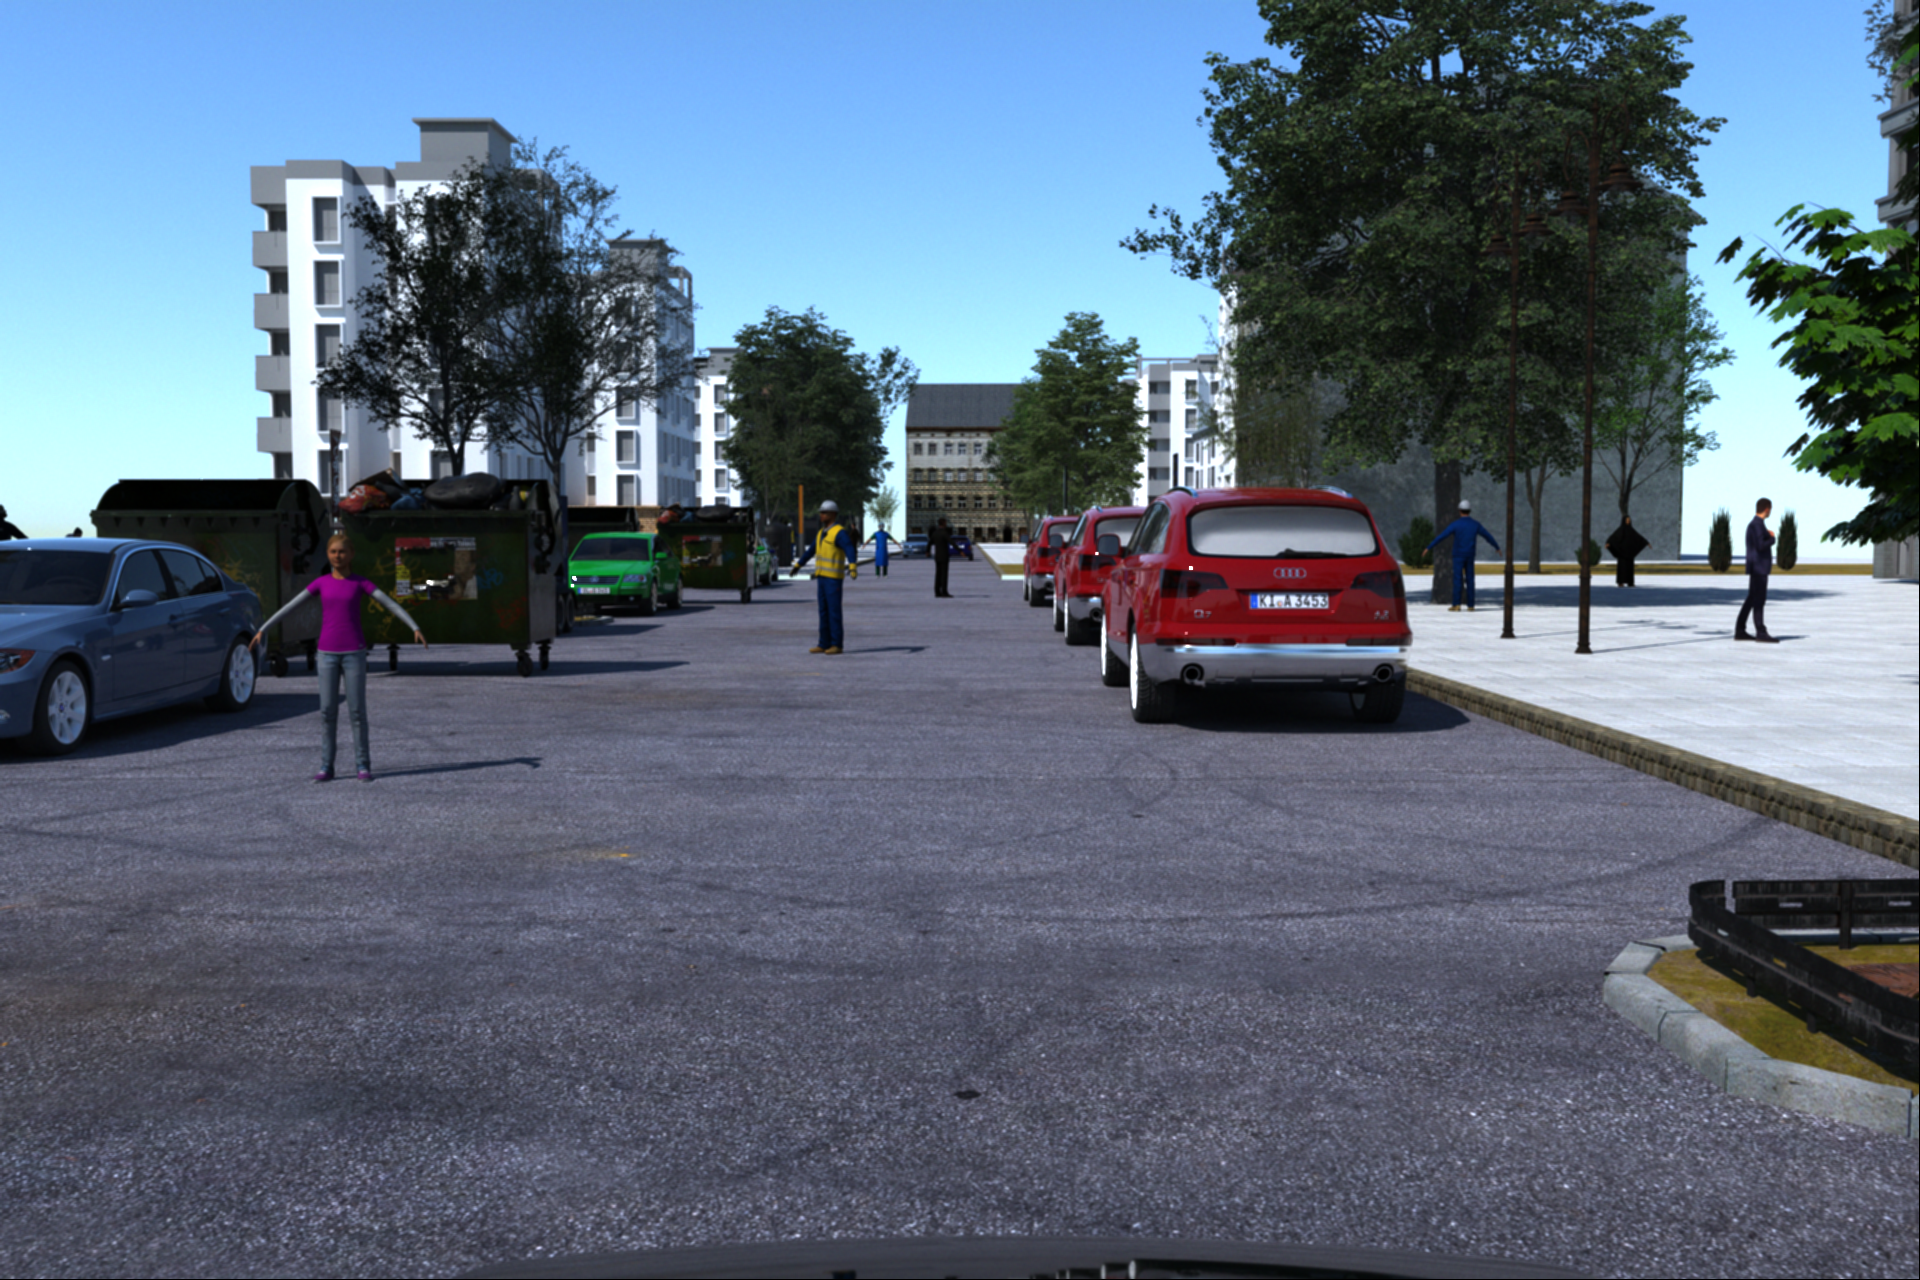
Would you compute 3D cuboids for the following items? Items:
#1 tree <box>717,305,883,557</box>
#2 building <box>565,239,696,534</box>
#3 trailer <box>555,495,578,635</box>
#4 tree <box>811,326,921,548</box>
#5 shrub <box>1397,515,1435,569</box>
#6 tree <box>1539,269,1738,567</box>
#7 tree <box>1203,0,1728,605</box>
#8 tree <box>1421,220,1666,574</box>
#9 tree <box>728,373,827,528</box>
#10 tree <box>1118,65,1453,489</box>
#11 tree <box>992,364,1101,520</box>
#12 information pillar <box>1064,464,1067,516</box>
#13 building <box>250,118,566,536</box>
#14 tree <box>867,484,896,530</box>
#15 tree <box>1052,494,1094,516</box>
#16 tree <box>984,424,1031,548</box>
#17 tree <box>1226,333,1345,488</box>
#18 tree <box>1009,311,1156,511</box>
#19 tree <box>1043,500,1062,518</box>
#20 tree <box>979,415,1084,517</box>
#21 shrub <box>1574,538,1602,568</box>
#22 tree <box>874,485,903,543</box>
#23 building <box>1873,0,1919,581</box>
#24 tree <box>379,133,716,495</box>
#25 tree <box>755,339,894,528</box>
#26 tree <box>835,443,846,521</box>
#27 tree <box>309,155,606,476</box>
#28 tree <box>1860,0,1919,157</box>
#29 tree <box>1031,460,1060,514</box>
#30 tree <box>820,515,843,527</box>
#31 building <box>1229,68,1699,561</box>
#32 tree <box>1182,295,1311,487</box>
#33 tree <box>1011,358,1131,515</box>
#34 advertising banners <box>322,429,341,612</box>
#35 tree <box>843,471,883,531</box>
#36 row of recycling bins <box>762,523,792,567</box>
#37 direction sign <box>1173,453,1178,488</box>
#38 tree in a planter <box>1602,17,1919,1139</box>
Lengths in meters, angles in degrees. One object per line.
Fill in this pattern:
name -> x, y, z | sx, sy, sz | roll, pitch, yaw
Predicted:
tree -> -8.864, -11.522, 95.046 | 9.857, 13.997, 8.962 | 0, 3, 0
building -> -24.248, -15.653, 112.352 | 16.016, 20.090, 11.380 | 0, 4, 1
trailer -> -6.365, -1.043, 24.103 | 1.471, 1.999, 3.904 | 0, 3, 0
tree -> -10.845, -18.539, 158.994 | 12.611, 20.169, 13.585 | 0, 3, 0
shrub -> 16.970, -3.637, 63.885 | 1.690, 2.028, 1.600 | 0, 3, 0
tree -> 26.157, -8.691, 67.853 | 9.928, 11.665, 9.643 | 0, 3, 0
tree -> 8.947, -7.620, 31.242 | 9.857, 13.997, 8.962 | 0, 3, 0
tree -> 18.565, -7.953, 55.790 | 9.928, 11.665, 9.643 | 0, 3, 0
tree -> -9.043, -7.928, 79.986 | 4.360, 8.622, 3.978 | 0, 3, 0
tree -> 12.902, -13.205, 71.798 | 12.611, 20.169, 13.585 | 0, 3, 0
tree -> 5.978, -12.011, 114.501 | 7.486, 12.596, 7.792 | 0, 3, 0
information pillar -> 3.563, -4.110, 58.546 | 0.183, 3.616, 0.504 | 0, 4, -1
building -> -26.208, -13.687, 80.196 | 16.016, 20.090, 11.380 | 0, 3, 0
tree -> -11.250, -18.135, 246.876 | 4.737, 8.622, 4.395 | 0, 3, 0
tree -> 16.536, -20.337, 250.642 | 7.486, 12.596, 7.792 | 0, 3, 0
tree -> 6.052, -14.073, 155.841 | 9.928, 11.665, 9.643 | 0, 3, 0
tree -> 11.705, -6.668, 59.386 | 4.360, 8.622, 3.978 | 0, 3, 0
tree -> 6.357, -10.451, 88.996 | 7.486, 12.596, 7.792 | 0, 3, 0
tree -> 6.652, -12.005, 146.650 | 4.360, 8.622, 3.978 | 0, 3, 0
tree -> 5.885, -11.642, 124.763 | 8.767, 10.594, 7.601 | -1, 4, -19
shrub -> 23.937, -3.355, 65.964 | 1.383, 1.207, 1.383 | 0, 3, 0
tree -> -9.902, -18.408, 251.326 | 4.360, 8.622, 3.978 | 0, 3, 0
building -> 28.304, -11.683, 37.700 | 8.464, 21.280, 15.925 | 0, 4, 1
tree -> -12.555, -8.750, 53.432 | 12.009, 13.543, 11.850 | 0, 3, 0
tree -> -8.614, -12.550, 111.845 | 9.857, 13.997, 8.962 | 0, 3, 0
tree -> -9.567, -10.884, 128.321 | 4.360, 8.622, 3.978 | 0, 3, 0
tree -> -11.993, -6.579, 41.972 | 8.767, 10.594, 7.601 | 2, 4, 32
tree -> 9.233, -6.180, 11.409 | 12.009, 13.543, 11.850 | 0, 3, 0
tree -> 6.180, -11.244, 134.199 | 4.360, 8.622, 3.978 | 0, 3, 0
tree -> -9.337, -11.353, 135.984 | 4.360, 8.622, 3.978 | 0, 3, 0
building -> 25.214, -15.916, 91.151 | 19.493, 23.208, 18.063 | 0, 4, 0
tree -> 9.029, -6.298, 53.337 | 4.360, 8.622, 3.978 | 0, 3, 0
tree -> 6.513, -10.752, 101.556 | 9.928, 11.665, 9.643 | 0, 3, 0
advertising banners -> -10.464, -1.969, 28.376 | 0.090, 3.025, 2.074 | 0, 4, 0
tree -> -9.223, -12.007, 146.671 | 4.360, 8.622, 3.978 | 0, 3, 0
row of recycling bins -> -7.209, -3.758, 68.549 | 1.069, 1.692, 3.534 | 0, 4, 0
direction sign -> 6.074, -3.480, 48.898 | 0.379, 3.537, 0.876 | 0, 3, 0
tree in a planter -> 2.961, -0.465, 4.825 | 1.991, 3.239, 1.994 | 0, 4, 0
